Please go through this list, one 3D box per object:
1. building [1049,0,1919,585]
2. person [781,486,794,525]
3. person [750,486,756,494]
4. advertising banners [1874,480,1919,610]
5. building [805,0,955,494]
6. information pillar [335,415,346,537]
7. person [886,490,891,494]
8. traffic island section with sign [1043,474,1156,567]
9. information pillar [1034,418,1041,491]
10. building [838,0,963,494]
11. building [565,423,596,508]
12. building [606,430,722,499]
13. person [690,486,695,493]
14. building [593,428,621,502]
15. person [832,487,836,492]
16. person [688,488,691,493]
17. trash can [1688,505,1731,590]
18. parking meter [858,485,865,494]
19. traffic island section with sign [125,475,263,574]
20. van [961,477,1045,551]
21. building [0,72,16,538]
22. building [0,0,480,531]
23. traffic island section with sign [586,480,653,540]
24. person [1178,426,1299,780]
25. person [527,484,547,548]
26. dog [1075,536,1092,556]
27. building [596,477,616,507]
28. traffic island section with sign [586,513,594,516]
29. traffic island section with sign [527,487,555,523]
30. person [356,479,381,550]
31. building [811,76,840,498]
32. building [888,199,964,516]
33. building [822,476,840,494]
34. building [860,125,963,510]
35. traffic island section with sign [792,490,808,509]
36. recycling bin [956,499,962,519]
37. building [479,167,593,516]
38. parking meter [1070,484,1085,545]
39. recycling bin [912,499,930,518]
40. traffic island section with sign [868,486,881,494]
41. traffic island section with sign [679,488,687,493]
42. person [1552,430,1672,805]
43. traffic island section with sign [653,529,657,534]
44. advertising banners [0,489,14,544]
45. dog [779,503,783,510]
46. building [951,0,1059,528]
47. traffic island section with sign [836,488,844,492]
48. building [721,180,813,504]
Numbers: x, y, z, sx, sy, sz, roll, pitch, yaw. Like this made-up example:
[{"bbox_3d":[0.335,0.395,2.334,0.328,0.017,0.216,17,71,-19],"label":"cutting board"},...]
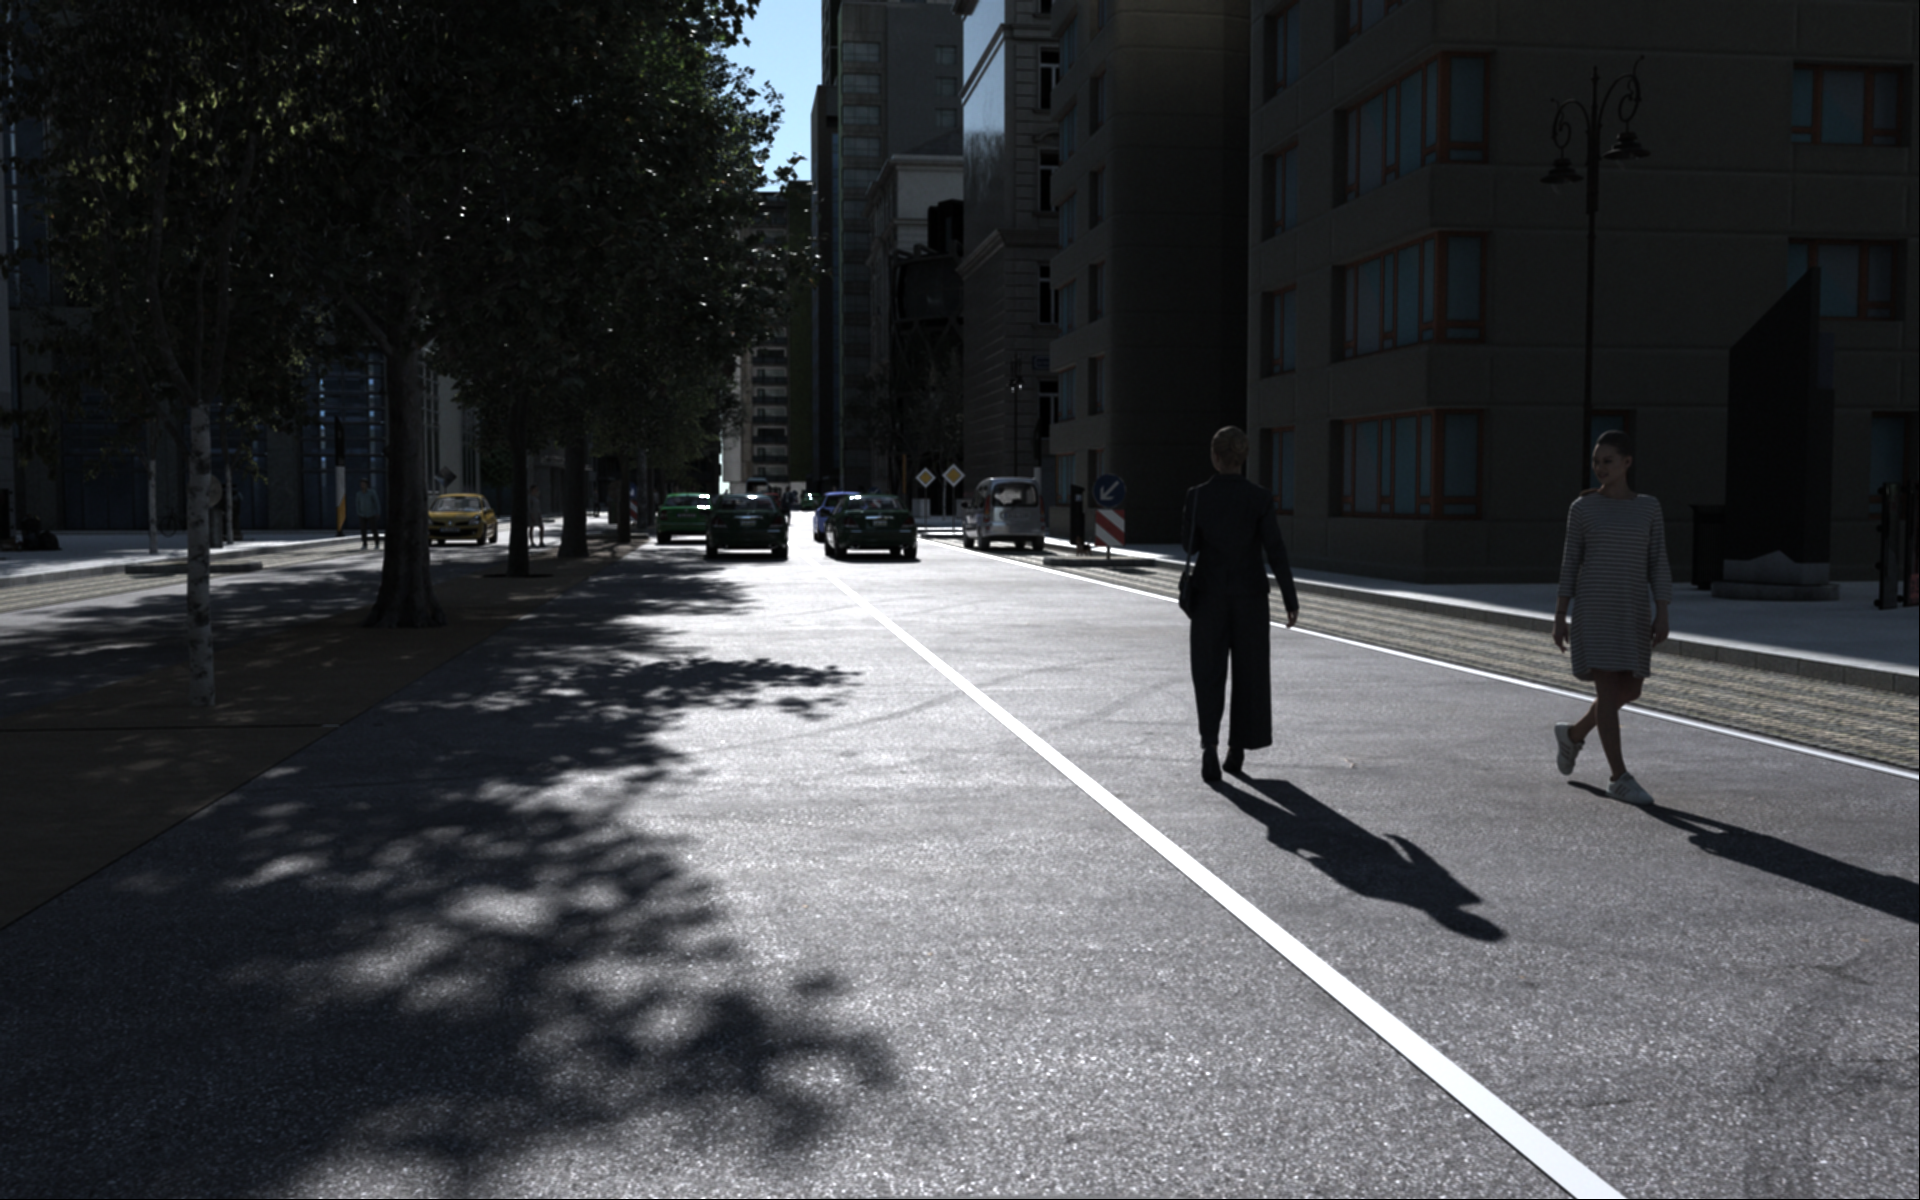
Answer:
[{"bbox_3d":[18.361,-11.926,40.027,27.650,21.520,28.899,0,4,-8],"label":"building"},{"bbox_3d":[-8.143,-4.451,81.464,0.721,1.800,0.419,1,4,12],"label":"person"},{"bbox_3d":[-9.637,-4.439,81.180,0.767,1.812,0.694,1,4,17],"label":"person"},{"bbox_3d":[10.883,-1.440,19.725,2.074,3.025,0.090,-3,5,-43],"label":"advertising banners"},{"bbox_3d":[-7.645,-46.847,204.195,20.563,71.187,20.611,0,4,-8],"label":"building"},{"bbox_3d":[-18.561,-3.701,51.862,0.183,3.616,0.504,0,4,3],"label":"information pillar"},{"bbox_3d":[-2.908,-3.643,69.871,0.330,1.601,0.589,-1,4,-16],"label":"person"},{"bbox_3d":[2.723,-1.596,34.721,1.989,1.847,2.006,0,4,-8],"label":"traffic island section with sign"},{"bbox_3d":[2.393,-3.793,53.373,0.183,3.616,0.504,-1,4,-15],"label":"information pillar"},{"bbox_3d":[-3.478,-28.435,148.505,14.154,41.232,14.086,0,4,-8],"label":"building"},{"bbox_3d":[-46.625,-18.601,149.165,27.650,21.520,28.899,0,4,-8],"label":"building"},{"bbox_3d":[-42.633,-37.031,229.163,21.600,48.544,21.300,0,4,-8],"label":"building"},{"bbox_3d":[-11.287,-3.943,73.243,0.678,1.792,0.850,-2,4,-28],"label":"person"},{"bbox_3d":[-53.705,-33.268,198.551,28.867,44.769,22.147,0,4,-8],"label":"building"},{"bbox_3d":[-5.789,-4.322,79.588,0.576,1.772,0.534,0,4,3],"label":"person"},{"bbox_3d":[-15.577,-5.565,99.827,0.374,1.781,0.599,2,4,28],"label":"person"},{"bbox_3d":[10.144,-0.707,23.206,0.748,1.137,0.748,0,3,0],"label":"trash can"},{"bbox_3d":[-6.552,-6.705,115.336,0.399,1.863,0.255,-1,4,-18],"label":"parking meter"},{"bbox_3d":[-14.032,-1.425,31.920,1.989,1.847,2.006,0,4,-8],"label":"traffic island section with sign"},{"bbox_3d":[1.102,-2.325,45.030,2.013,2.044,4.112,0,4,-8],"label":"van"},{"bbox_3d":[-38.818,-30.384,38.781,28.212,58.520,21.231,0,4,-8],"label":"building"},{"bbox_3d":[-32.443,-46.486,72.713,22.319,86.520,31.000,0,4,-8],"label":"building"},{"bbox_3d":[-10.924,-2.873,55.115,2.006,1.907,1.989,0,4,-8],"label":"traffic island section with sign"},{"bbox_3d":[1.393,0.009,8.773,0.576,1.772,0.534,0,4,-6],"label":"person"},{"bbox_3d":[-11.379,-2.251,46.304,0.522,1.701,0.512,1,4,20],"label":"person"},{"bbox_3d":[2.706,-1.134,37.825,0.406,0.507,0.540,0,4,-2],"label":"dog"},{"bbox_3d":[-51.677,-29.524,174.599,32.217,40.220,23.993,0,4,-8],"label":"building"},{"bbox_3d":[-25.062,-6.442,113.954,1.989,1.847,2.006,0,4,-8],"label":"traffic island section with sign"},{"bbox_3d":[-21.471,-4.808,87.238,1.989,1.847,2.006,0,4,-8],"label":"traffic island section with sign"},{"bbox_3d":[-15.229,-2.210,44.652,0.660,1.820,0.620,0,4,2],"label":"person"},{"bbox_3d":[-8.769,-32.856,187.306,14.600,45.320,14.200,0,4,-8],"label":"building"},{"bbox_3d":[3.882,-14.685,107.554,16.820,18.784,16.811,0,4,-8],"label":"building"},{"bbox_3d":[2.904,-29.195,169.224,32.217,40.220,23.993,0,4,-8],"label":"building"},{"bbox_3d":[0.425,-20.840,128.129,14.401,28.519,23.554,0,4,-8],"label":"building"},{"bbox_3d":[-14.857,-9.589,165.411,1.989,1.847,2.006,0,4,-8],"label":"traffic island section with sign"},{"bbox_3d":[0.187,-4.689,89.215,0.722,1.027,0.722,0,4,8],"label":"recycling bin"},{"bbox_3d":[-36.806,-30.133,112.275,23.786,49.044,30.456,0,4,-8],"label":"building"},{"bbox_3d":[2.970,-2.165,43.816,0.372,1.533,0.369,0,3,0],"label":"parking meter"},{"bbox_3d":[-2.096,-4.926,93.100,0.722,1.027,0.722,-3,5,-41],"label":"recycling bin"},{"bbox_3d":[-4.541,-4.896,88.676,1.989,1.847,2.006,0,4,-8],"label":"traffic island section with sign"},{"bbox_3d":[-21.923,-7.877,136.927,2.006,1.907,1.989,0,4,-8],"label":"traffic island section with sign"},{"bbox_3d":[3.078,0.059,8.292,0.466,1.731,0.760,-1,4,-20],"label":"person"},{"bbox_3d":[-11.902,-3.322,62.457,2.006,1.907,1.989,0,4,-8],"label":"traffic island section with sign"},{"bbox_3d":[-23.434,-2.751,41.163,2.074,3.025,0.090,1,4,13],"label":"advertising banners"},{"bbox_3d":[-13.121,-6.610,124.904,0.800,0.831,0.513,0,4,1],"label":"dog"},{"bbox_3d":[12.868,-16.788,71.750,25.104,27.353,12.463,0,4,-8],"label":"building"},{"bbox_3d":[-8.126,-6.530,115.393,1.989,1.847,2.006,0,4,-8],"label":"traffic island section with sign"},{"bbox_3d":[-24.398,-33.276,227.663,14.086,41.232,14.154,0,4,-8],"label":"building"}]
